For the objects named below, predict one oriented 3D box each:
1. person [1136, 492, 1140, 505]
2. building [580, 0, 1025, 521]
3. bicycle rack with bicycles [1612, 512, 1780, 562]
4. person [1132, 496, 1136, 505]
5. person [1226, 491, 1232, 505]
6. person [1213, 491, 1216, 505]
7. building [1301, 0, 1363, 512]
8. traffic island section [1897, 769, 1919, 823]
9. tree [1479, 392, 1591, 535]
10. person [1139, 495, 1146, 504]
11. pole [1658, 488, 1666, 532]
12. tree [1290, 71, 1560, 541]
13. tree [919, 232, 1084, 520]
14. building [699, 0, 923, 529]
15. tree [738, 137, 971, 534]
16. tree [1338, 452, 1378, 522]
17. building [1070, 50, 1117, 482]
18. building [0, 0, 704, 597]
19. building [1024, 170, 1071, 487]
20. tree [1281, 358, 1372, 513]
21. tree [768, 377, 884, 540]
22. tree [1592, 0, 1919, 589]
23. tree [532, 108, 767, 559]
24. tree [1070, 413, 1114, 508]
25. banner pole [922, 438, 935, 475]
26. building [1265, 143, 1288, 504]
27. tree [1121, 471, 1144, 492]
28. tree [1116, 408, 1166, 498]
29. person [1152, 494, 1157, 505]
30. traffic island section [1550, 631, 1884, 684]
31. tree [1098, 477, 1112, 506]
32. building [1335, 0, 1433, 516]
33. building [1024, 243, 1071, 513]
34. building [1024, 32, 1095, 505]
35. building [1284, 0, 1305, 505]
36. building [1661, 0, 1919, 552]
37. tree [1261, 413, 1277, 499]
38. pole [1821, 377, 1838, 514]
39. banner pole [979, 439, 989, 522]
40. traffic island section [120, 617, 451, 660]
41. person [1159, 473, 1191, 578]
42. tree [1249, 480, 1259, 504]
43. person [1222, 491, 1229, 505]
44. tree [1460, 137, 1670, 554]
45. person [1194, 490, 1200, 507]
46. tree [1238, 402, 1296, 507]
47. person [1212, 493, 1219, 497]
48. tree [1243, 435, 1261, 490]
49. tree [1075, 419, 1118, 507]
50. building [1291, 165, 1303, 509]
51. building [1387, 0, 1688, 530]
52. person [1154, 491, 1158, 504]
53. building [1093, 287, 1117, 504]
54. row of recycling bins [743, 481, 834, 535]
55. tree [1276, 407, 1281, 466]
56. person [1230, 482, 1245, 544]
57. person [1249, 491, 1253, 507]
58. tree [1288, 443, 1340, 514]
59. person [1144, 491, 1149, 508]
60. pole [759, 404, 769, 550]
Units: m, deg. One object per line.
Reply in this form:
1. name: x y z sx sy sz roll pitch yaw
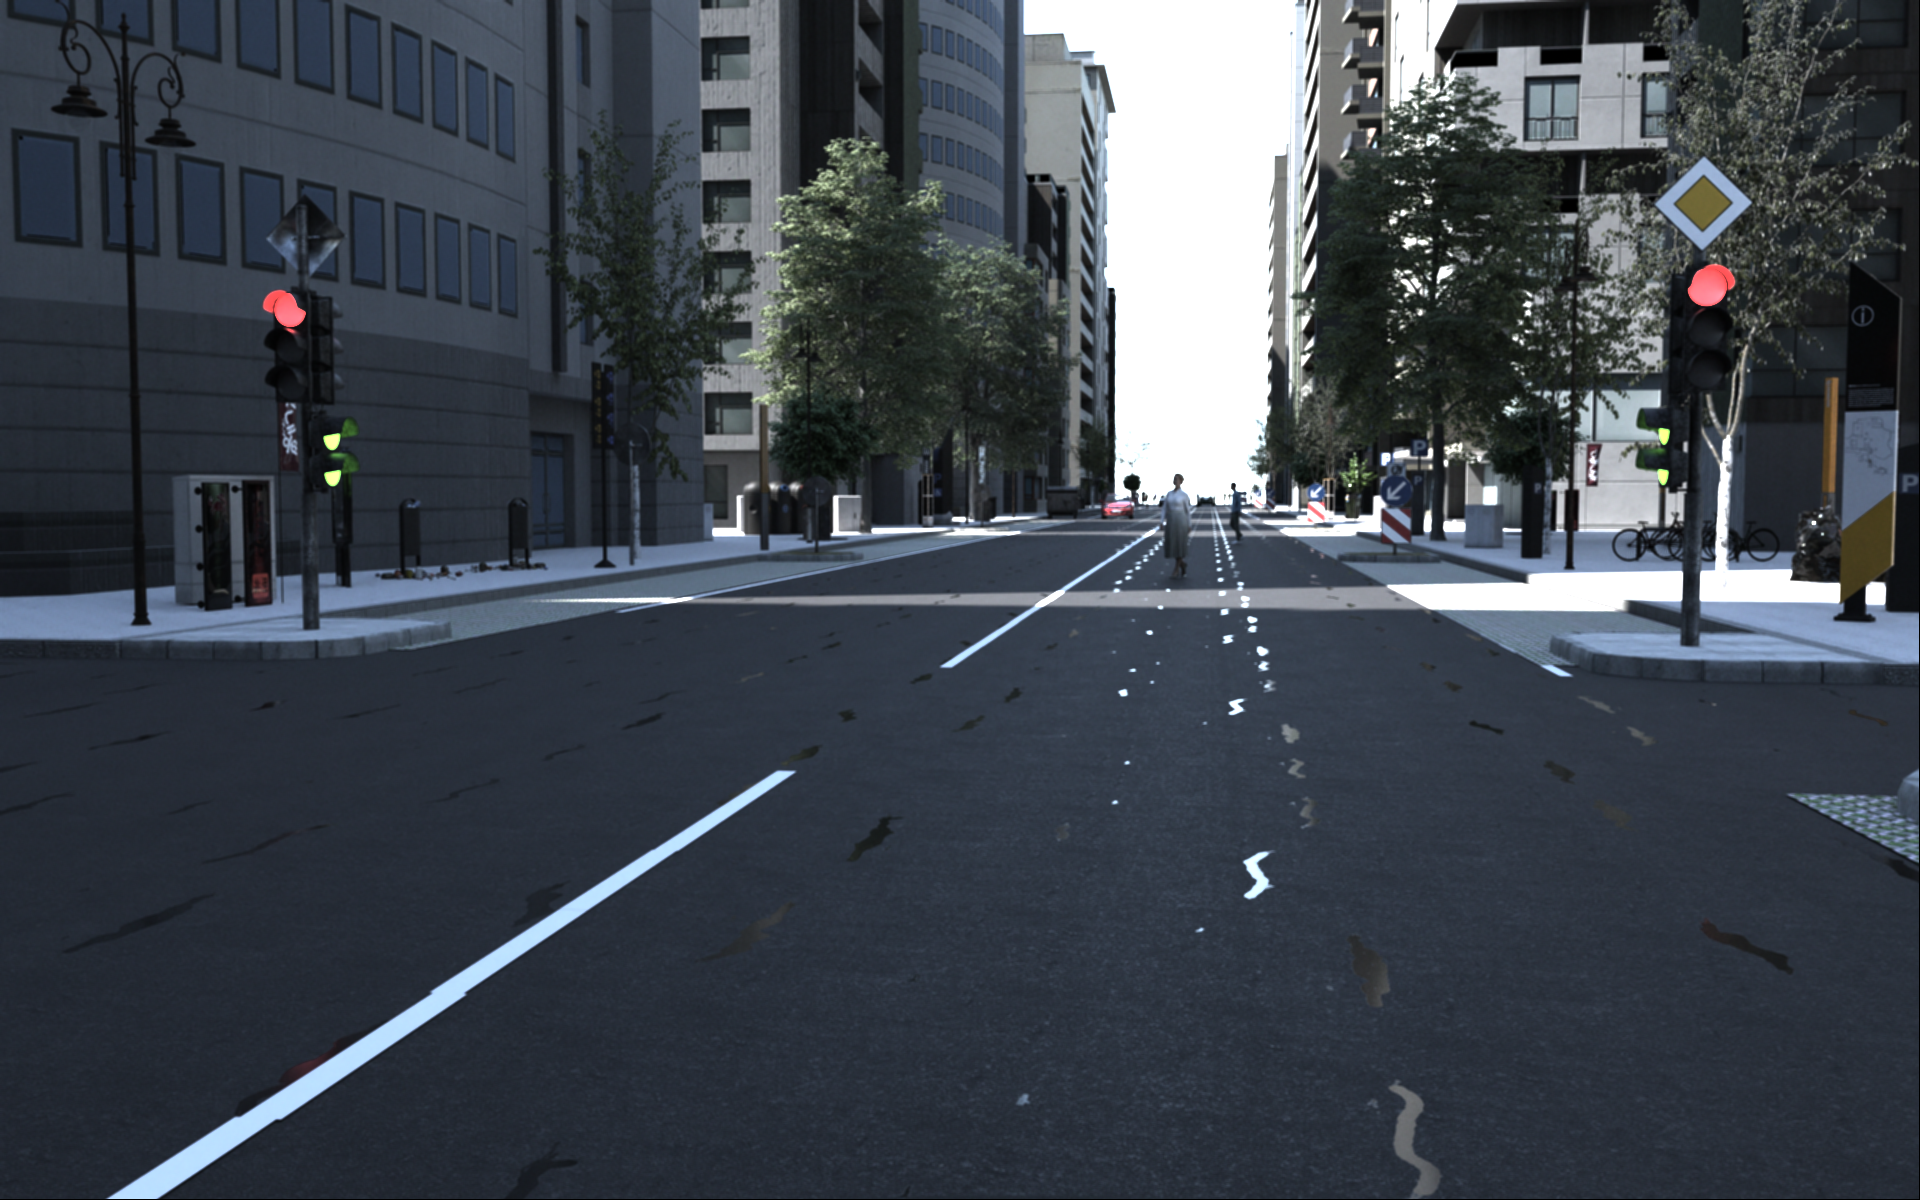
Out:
1. person: 22.554 -12.832 218.976 0.621 1.740 0.551 -1 4 -23
2. building: -7.957 -34.507 106.194 21.231 58.520 28.212 1 4 8
3. bicycle rack with bicycles: 14.258 -1.232 33.533 2.925 0.926 2.852 2 4 24
4. person: 20.474 -11.905 203.818 0.551 1.740 0.621 -3 4 -38
5. person: 36.889 -13.985 237.245 0.705 1.812 1.348 -2 4 -34
6. person: 32.934 -13.174 223.862 0.705 1.831 1.348 0 4 0
7. building: 38.017 -31.247 134.593 21.300 48.544 21.600 1 4 8
8. traffic island section: 5.053 0.950 6.744 2.009 0.180 2.903 1 4 8
9. tree: 18.198 -4.361 55.008 4.285 4.588 4.351 0 3 0
10. person: 23.961 -13.323 226.428 1.348 1.812 0.705 2 4 35
11. pole: 23.915 -3.982 58.944 0.158 3.312 0.155 0 3 0
12. tree: 12.819 -7.911 47.466 7.486 12.596 7.792 0 3 0
13. tree: 0.859 -10.902 84.903 9.857 13.997 8.962 0 3 0
14. building: -9.530 -18.179 68.927 14.160 30.474 14.107 1 4 8
15. tree: -3.295 -8.442 56.154 7.486 12.596 7.792 0 3 0
16. tree: 18.230 -5.234 80.173 1.663 3.219 1.824 0 3 0
17. building: 4.162 -38.135 212.741 28.713 52.752 27.495 1 4 8
18. building: -19.262 -29.998 32.463 21.231 58.520 28.212 1 4 8
19. building: 2.383 -23.534 156.484 14.160 30.474 14.107 1 4 8
20. tree: 20.086 -8.730 93.097 4.360 8.622 3.978 0 3 0
21. tree: -3.850 -3.977 48.736 4.285 4.588 4.351 0 3 0
22. tree: 10.457 -4.464 23.351 4.360 8.622 3.978 0 3 0
23. tree: -6.162 -5.117 34.022 4.737 8.622 4.395 0 3 0
24. tree: 12.031 -12.607 156.493 4.360 8.622 3.978 0 3 0
25. banner pole: -1.361 -5.305 76.753 0.863 3.779 0.401 -3 5 -42
26. building: 52.544 -37.303 233.599 21.300 48.544 21.600 1 4 8
27. tree: 23.700 -15.547 237.912 4.285 4.588 4.351 0 3 0
28. tree: 24.493 -20.692 248.689 12.009 13.543 11.850 0 3 0
29. person: 25.631 -13.221 227.901 0.697 1.427 0.421 1 4 16
30. traffic island section: 6.194 0.467 14.647 2.009 0.180 2.903 1 4 8
31. tree: 15.728 -12.011 190.988 1.663 3.219 1.824 0 3 0
32. building: 35.754 -27.813 109.359 22.147 44.769 28.867 1 4 8
33. building: -6.286 -17.788 135.880 27.650 21.520 28.899 1 4 8
34. building: 3.202 -34.507 187.890 21.300 48.544 21.600 1 4 8
35. building: 49.876 -40.709 207.598 21.231 58.520 28.212 1 4 8
36. building: 25.436 -16.629 43.590 14.160 30.474 14.107 1 4 8
37. tree: 23.228 -10.342 119.459 4.360 8.622 3.978 0 3 0
38. pole: 15.233 -2.234 30.362 0.158 3.312 0.155 0 3 0
39. banner pole: 1.097 -5.430 78.795 0.401 3.779 0.863 -3 4 -37
40. traffic island section: -6.168 0.358 16.431 2.009 0.180 2.903 1 4 8
41. person: 3.738 -1.282 29.690 0.478 1.798 0.641 3 5 42
42. tree: 40.020 -14.742 235.633 1.663 3.219 1.824 0 3 0
43. person: 34.056 -13.114 222.924 1.348 1.822 0.705 3 4 37
44. tree: 12.757 -5.279 36.666 4.737 8.622 4.395 0 3 0
45. person: 25.884 -11.037 188.939 0.705 1.826 1.348 2 4 35
46. tree: 31.865 -14.668 174.241 8.767 10.594 7.601 3 4 39
47. person: 36.219 -14.474 245.824 1.217 1.739 0.721 1 4 20
48. tree: 35.321 -15.339 201.149 4.360 8.622 3.978 0 3 0
49. tree: 12.931 -13.277 167.436 4.737 8.622 4.395 0 3 0
50. building: 36.874 -23.340 153.314 14.160 30.474 14.107 1 4 8
51. building: 33.035 -29.524 71.953 28.713 52.752 27.495 1 4 8
52. person: 28.133 -14.680 248.390 0.709 1.838 0.599 2 4 28
53. building: 13.645 -28.216 233.033 14.160 30.474 14.107 1 4 8
54. row of recycling bins: -5.504 -2.955 55.424 1.069 1.692 3.534 3 5 42
55. tree: 20.884 -9.238 101.408 4.360 8.622 3.978 0 3 0
56. person: 7.997 -2.517 49.992 0.444 1.785 0.601 1 4 9
57. person: 32.023 -11.133 190.528 0.705 1.824 1.348 0 4 -1
58. tree: 22.713 -7.790 111.074 4.285 4.588 4.351 0 3 0
59. person: 19.153 -10.315 177.979 0.721 1.723 1.217 2 4 23
60. pole: -4.470 -2.793 39.515 0.158 3.312 0.155 0 3 0
